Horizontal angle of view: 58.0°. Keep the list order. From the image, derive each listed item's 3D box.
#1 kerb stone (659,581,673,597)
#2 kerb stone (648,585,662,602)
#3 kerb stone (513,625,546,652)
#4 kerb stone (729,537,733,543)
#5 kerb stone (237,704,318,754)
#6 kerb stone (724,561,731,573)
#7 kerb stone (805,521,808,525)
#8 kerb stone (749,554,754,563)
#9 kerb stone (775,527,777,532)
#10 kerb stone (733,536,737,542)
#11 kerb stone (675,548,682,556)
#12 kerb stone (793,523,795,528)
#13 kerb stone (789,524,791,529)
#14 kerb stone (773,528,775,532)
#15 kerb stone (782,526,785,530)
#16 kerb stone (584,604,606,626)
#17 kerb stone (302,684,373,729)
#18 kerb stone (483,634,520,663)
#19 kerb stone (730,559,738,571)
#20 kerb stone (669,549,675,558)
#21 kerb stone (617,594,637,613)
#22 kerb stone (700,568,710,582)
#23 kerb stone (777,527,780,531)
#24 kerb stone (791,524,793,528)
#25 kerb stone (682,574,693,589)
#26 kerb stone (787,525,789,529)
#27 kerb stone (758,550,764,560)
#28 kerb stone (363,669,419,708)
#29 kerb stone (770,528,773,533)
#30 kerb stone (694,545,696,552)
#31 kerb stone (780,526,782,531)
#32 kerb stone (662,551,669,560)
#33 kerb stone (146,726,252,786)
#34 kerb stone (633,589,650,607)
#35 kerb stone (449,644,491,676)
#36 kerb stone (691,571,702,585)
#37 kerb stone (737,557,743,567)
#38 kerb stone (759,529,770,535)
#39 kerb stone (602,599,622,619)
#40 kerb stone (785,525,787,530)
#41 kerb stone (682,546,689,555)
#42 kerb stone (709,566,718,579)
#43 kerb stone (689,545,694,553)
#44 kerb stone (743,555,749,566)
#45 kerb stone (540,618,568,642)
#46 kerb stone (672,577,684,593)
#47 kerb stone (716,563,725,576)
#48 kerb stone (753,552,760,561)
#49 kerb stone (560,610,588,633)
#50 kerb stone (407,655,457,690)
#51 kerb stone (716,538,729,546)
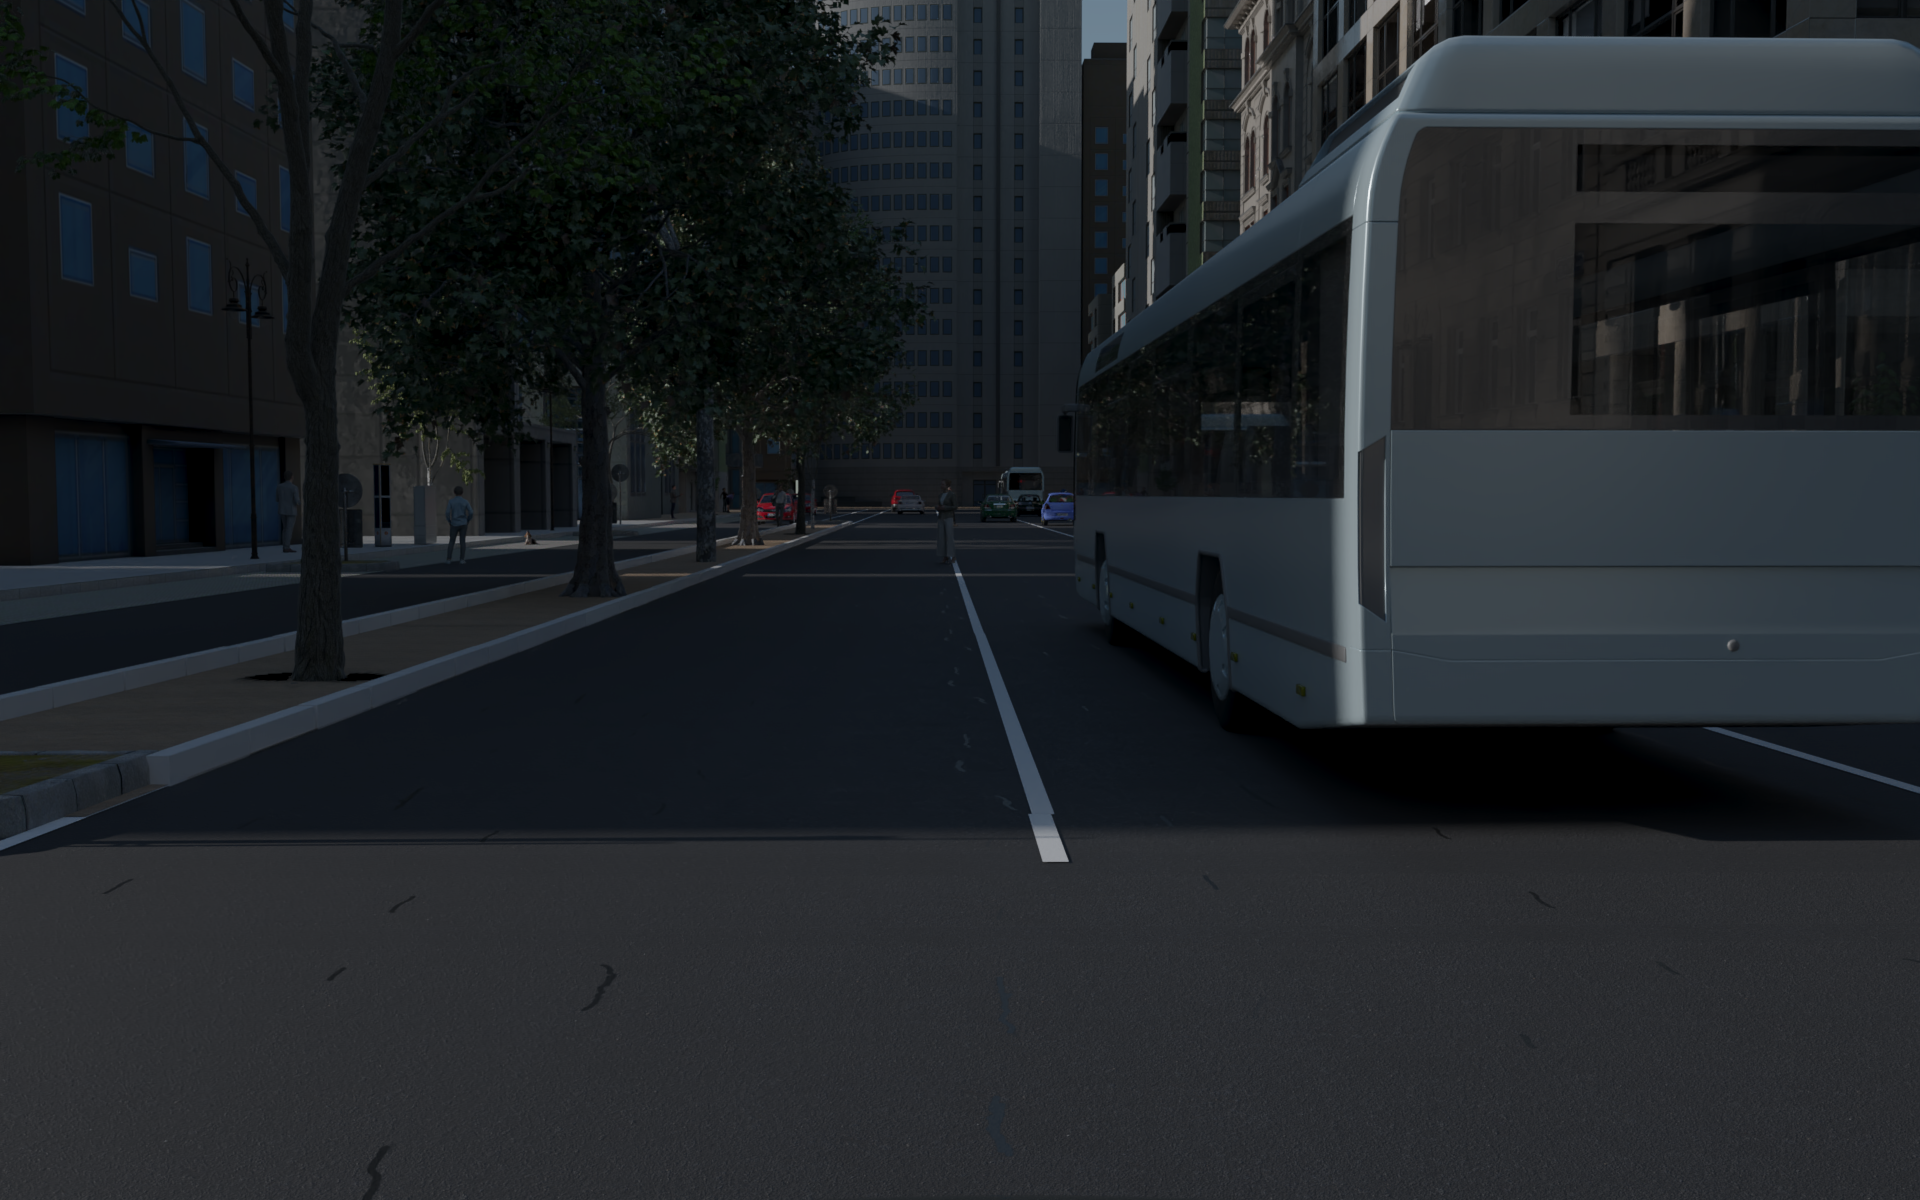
[{"bbox_3d":[-4.200,-0.131,24.333,0.120,0.150,1.000,0,4,-1],"label":"kerb stone"},{"bbox_3d":[-4.184,-0.063,23.311,0.120,0.150,1.000,0,4,-1],"label":"kerb stone"},{"bbox_3d":[-4.058,0.370,16.144,0.120,0.150,1.000,0,4,-1],"label":"kerb stone"},{"bbox_3d":[-6.735,-1.699,49.970,0.120,0.150,1.000,0,4,-1],"label":"kerb stone"},{"bbox_3d":[-3.964,0.749,10.003,0.120,0.150,1.000,0,4,-1],"label":"kerb stone"},{"bbox_3d":[-4.321,-0.569,31.497,0.120,0.150,1.000,0,4,-1],"label":"kerb stone"},{"bbox_3d":[-7.264,-3.643,81.775,0.120,0.150,1.000,0,4,-1],"label":"kerb stone"},{"bbox_3d":[-4.390,-0.818,35.610,0.120,0.150,1.000,0,4,-1],"label":"kerb stone"},{"bbox_3d":[-6.979,-2.576,64.318,0.120,0.150,1.000,0,4,-1],"label":"kerb stone"},{"bbox_3d":[-6.745,-1.758,50.993,0.120,0.150,1.000,0,4,-1],"label":"kerb stone"},{"bbox_3d":[-6.558,-1.070,39.696,0.120,0.150,1.000,0,4,-1],"label":"kerb stone"},{"bbox_3d":[-7.104,-3.079,72.539,0.120,0.150,1.000,0,4,-1],"label":"kerb stone"},{"bbox_3d":[-7.077,-2.953,70.478,0.120,0.150,1.000,0,4,-1],"label":"kerb stone"},{"bbox_3d":[-6.958,-2.514,63.295,0.120,0.150,1.000,0,4,-1],"label":"kerb stone"},{"bbox_3d":[-7.023,-2.765,67.396,0.120,0.150,1.000,0,4,-1],"label":"kerb stone"},{"bbox_3d":[-4.112,0.182,19.223,0.120,0.150,1.000,0,4,-1],"label":"kerb stone"},{"bbox_3d":[-3.973,0.683,11.026,0.120,0.150,1.000,0,4,-1],"label":"kerb stone"},{"bbox_3d":[-4.043,0.436,15.122,0.120,0.150,1.000,0,4,-1],"label":"kerb stone"},{"bbox_3d":[-4.337,-0.631,32.519,0.120,0.150,1.000,0,4,-1],"label":"kerb stone"},{"bbox_3d":[-6.547,-1.008,38.674,0.120,0.150,1.000,0,4,-1],"label":"kerb stone"},{"bbox_3d":[-4.148,0.057,21.267,0.120,0.150,1.000,0,4,-1],"label":"kerb stone"},{"bbox_3d":[-4.267,-0.380,28.431,0.120,0.150,1.000,0,4,-1],"label":"kerb stone"},{"bbox_3d":[-6.990,-2.639,65.345,0.120,0.150,1.000,0,4,-1],"label":"kerb stone"},{"bbox_3d":[-7.090,-3.016,71.510,0.120,0.150,1.000,0,4,-1],"label":"kerb stone"},{"bbox_3d":[-4.238,-0.256,26.377,0.120,0.150,1.000,0,4,-1],"label":"kerb stone"},{"bbox_3d":[-7.050,-2.890,69.446,0.120,0.150,1.000,0,4,-1],"label":"kerb stone"},{"bbox_3d":[-4.417,-0.943,37.658,0.120,0.150,1.000,0,4,-1],"label":"kerb stone"},{"bbox_3d":[-3.990,0.620,12.054,0.120,0.150,1.000,0,4,-1],"label":"kerb stone"},{"bbox_3d":[-6.931,-2.447,62.273,0.120,0.150,1.000,0,4,-1],"label":"kerb stone"},{"bbox_3d":[-6.614,-1.258,42.782,0.120,0.150,1.000,0,4,-1],"label":"kerb stone"},{"bbox_3d":[-7.006,-2.702,66.374,0.120,0.150,1.000,0,4,-1],"label":"kerb stone"},{"bbox_3d":[-6.517,-0.945,37.649,0.120,0.150,1.000,0,4,-1],"label":"kerb stone"},{"bbox_3d":[-3.940,0.808,8.981,0.120,0.150,1.000,0,4,-1],"label":"kerb stone"},{"bbox_3d":[-4.163,-0.006,22.289,0.120,0.150,1.000,0,4,-1],"label":"kerb stone"},{"bbox_3d":[-4.029,0.495,14.098,0.120,0.150,1.000,0,4,-1],"label":"kerb stone"},{"bbox_3d":[-4.253,-0.318,27.403,0.120,0.150,1.000,0,4,-1],"label":"kerb stone"},{"bbox_3d":[-4.358,-0.694,33.548,0.120,0.150,1.000,0,4,-1],"label":"kerb stone"},{"bbox_3d":[-6.919,-2.388,61.245,0.120,0.150,1.000,0,4,-1],"label":"kerb stone"},{"bbox_3d":[-4.132,0.119,20.245,0.120,0.150,1.000,0,4,-1],"label":"kerb stone"},{"bbox_3d":[-7.046,-2.827,68.424,0.120,0.150,1.000,0,4,-1],"label":"kerb stone"},{"bbox_3d":[-6.570,-1.133,40.718,0.120,0.150,1.000,0,4,-1],"label":"kerb stone"},{"bbox_3d":[-4.283,-0.444,29.453,0.120,0.150,1.000,0,4,-1],"label":"kerb stone"},{"bbox_3d":[-6.592,-1.194,41.751,0.120,0.150,1.000,0,4,-1],"label":"kerb stone"},{"bbox_3d":[-4.376,-0.757,34.576,0.120,0.150,1.000,0,4,-1],"label":"kerb stone"},{"bbox_3d":[-4.078,0.310,17.168,0.120,0.150,1.000,0,4,-1],"label":"kerb stone"},{"bbox_3d":[-4.212,-0.193,25.355,0.120,0.150,1.000,0,4,-1],"label":"kerb stone"},{"bbox_3d":[-4.298,-0.504,30.475,0.120,0.150,1.000,0,4,-1],"label":"kerb stone"},{"bbox_3d":[-4.403,-0.879,36.636,0.120,0.150,1.000,0,4,-1],"label":"kerb stone"},{"bbox_3d":[-4.097,0.245,18.196,0.120,0.150,1.000,0,4,-1],"label":"kerb stone"},{"bbox_3d":[-4.013,0.558,13.076,0.120,0.150,1.000,0,4,-1],"label":"kerb stone"},{"bbox_3d":[-6.719,-1.635,48.943,0.120,0.150,1.000,0,4,-1],"label":"kerb stone"}]
